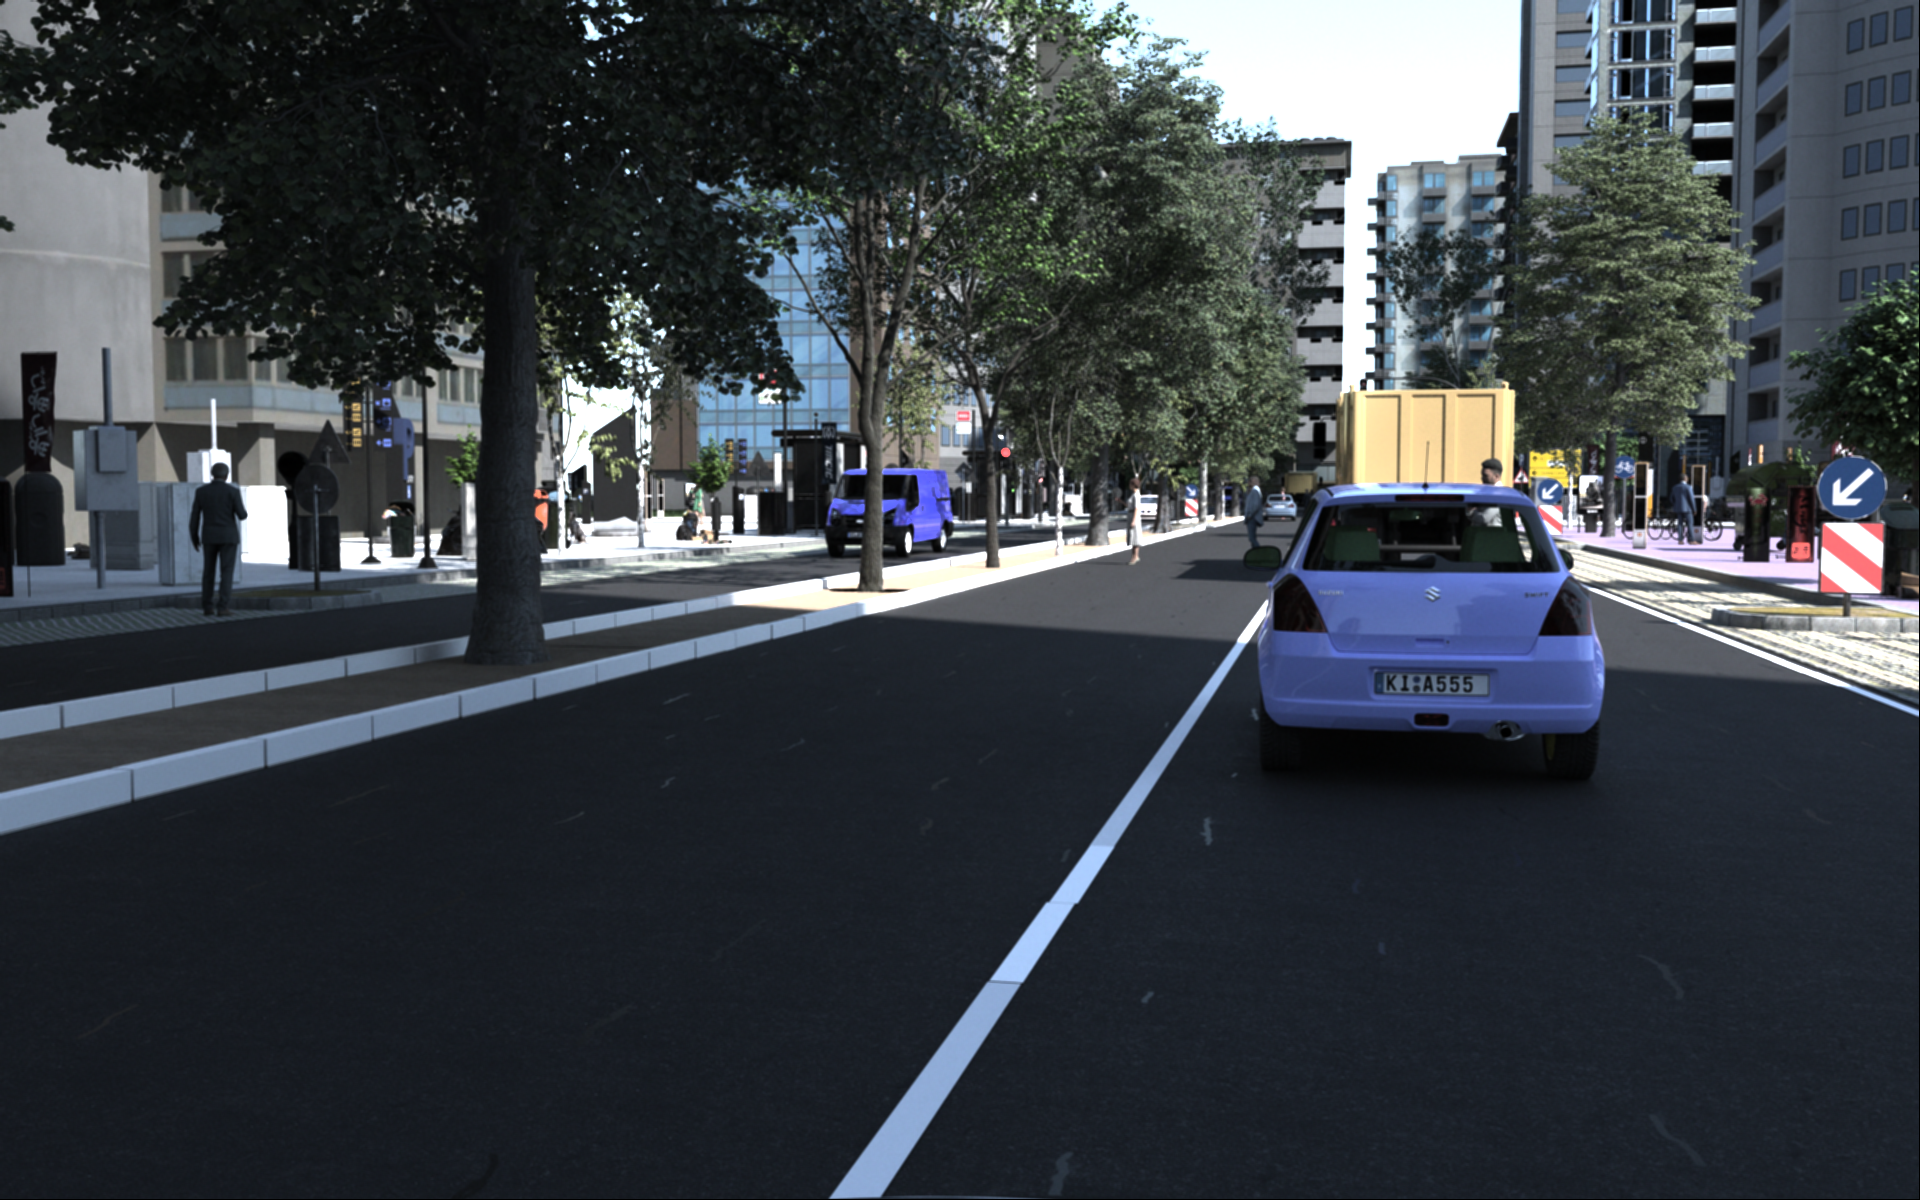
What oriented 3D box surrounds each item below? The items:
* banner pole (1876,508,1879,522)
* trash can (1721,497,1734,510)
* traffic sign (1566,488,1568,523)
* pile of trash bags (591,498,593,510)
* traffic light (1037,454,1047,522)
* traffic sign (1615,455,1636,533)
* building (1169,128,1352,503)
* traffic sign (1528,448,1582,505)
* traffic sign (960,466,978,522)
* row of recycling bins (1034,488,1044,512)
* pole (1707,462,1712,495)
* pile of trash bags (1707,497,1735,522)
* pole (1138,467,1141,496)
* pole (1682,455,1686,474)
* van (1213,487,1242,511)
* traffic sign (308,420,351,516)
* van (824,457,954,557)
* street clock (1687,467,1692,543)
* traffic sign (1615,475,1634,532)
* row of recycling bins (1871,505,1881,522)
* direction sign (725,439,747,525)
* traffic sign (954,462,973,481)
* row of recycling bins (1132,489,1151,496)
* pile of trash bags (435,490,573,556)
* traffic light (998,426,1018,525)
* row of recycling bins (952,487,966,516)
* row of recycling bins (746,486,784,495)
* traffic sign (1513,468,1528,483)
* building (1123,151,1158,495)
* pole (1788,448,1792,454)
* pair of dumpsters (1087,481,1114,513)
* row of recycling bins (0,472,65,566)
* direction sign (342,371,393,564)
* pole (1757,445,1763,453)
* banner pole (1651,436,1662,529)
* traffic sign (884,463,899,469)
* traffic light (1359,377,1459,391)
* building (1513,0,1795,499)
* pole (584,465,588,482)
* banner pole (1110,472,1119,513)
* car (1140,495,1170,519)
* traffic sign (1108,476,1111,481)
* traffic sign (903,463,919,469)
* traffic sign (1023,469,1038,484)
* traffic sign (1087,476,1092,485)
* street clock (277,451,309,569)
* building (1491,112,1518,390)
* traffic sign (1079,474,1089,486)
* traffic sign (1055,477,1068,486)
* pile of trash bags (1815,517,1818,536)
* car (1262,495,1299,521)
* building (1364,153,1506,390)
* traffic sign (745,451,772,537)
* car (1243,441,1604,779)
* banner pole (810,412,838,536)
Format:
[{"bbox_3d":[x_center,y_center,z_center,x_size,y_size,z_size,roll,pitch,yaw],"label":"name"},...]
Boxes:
[{"bbox_3d":[37.682,-4.962,71.152,0.401,3.779,0.863,3,5,43],"label":"banner pole"},{"bbox_3d":[39.543,-4.740,89.149,0.748,1.137,0.748,0,3,0],"label":"trash can"},{"bbox_3d":[27.235,-4.747,77.618,0.884,2.594,0.081,1,4,15],"label":"traffic sign"},{"bbox_3d":[-20.823,-5.535,100.246,3.447,1.369,1.912,-2,4,-26],"label":"pile of trash bags"},{"bbox_3d":[5.735,-6.339,78.314,4.771,5.953,1.251,1,4,12],"label":"traffic light"},{"bbox_3d":[21.768,-3.468,56.814,0.768,2.556,0.104,1,4,17],"label":"traffic sign"},{"bbox_3d":[45.693,-40.771,255.851,27.495,52.752,28.713,1,4,12],"label":"building"},{"bbox_3d":[26.503,-5.096,77.185,2.265,3.308,0.079,1,4,14],"label":"traffic sign"},{"bbox_3d":[0.408,-4.818,78.776,0.884,2.594,0.081,1,4,22],"label":"traffic sign"},{"bbox_3d":[3.922,-6.762,117.663,3.534,1.692,1.069,0,3,0],"label":"row of recycling bins"},{"bbox_3d":[47.187,-7.049,109.093,0.158,3.312,0.155,0,3,0],"label":"pole"},{"bbox_3d":[35.878,-4.238,79.044,1.912,1.369,3.447,-2,4,-35],"label":"pile of trash bags"},{"bbox_3d":[13.741,-8.476,132.423,0.158,3.312,0.155,0,3,0],"label":"pole"},{"bbox_3d":[37.759,-5.903,90.358,0.158,3.312,0.155,0,3,0],"label":"pole"},{"bbox_3d":[22.215,-8.504,143.432,2.240,2.365,5.245,1,4,13],"label":"van"},{"bbox_3d":[-11.053,-1.854,30.317,0.884,2.594,0.081,1,4,16],"label":"traffic sign"},{"bbox_3d":[-1.662,-2.248,41.143,2.240,2.365,5.245,1,4,13],"label":"van"},{"bbox_3d":[19.293,-2.512,45.638,0.358,2.002,0.471,1,4,17],"label":"street clock"},{"bbox_3d":[22.400,-3.568,58.343,0.884,2.594,0.081,1,4,19],"label":"traffic sign"},{"bbox_3d":[38.866,-4.250,76.592,1.069,1.692,3.534,-3,4,-39],"label":"row of recycling bins"},{"bbox_3d":[-9.189,-4.839,71.116,0.876,3.537,0.379,-1,4,-14],"label":"direction sign"},{"bbox_3d":[0.131,-4.364,71.088,0.795,2.593,0.064,1,4,16],"label":"traffic sign"},{"bbox_3d":[15.509,-8.620,148.048,1.069,1.692,3.534,-1,4,-12],"label":"row of recycling bins"},{"bbox_3d":[-9.744,-1.685,37.307,1.912,1.369,3.447,1,4,12],"label":"pile of trash bags"},{"bbox_3d":[1.944,-5.016,70.936,0.839,4.253,0.868,1,4,12],"label":"traffic light"},{"bbox_3d":[-1.056,-5.701,100.332,3.534,1.692,1.069,3,4,37],"label":"row of recycling bins"},{"bbox_3d":[-10.479,-5.269,93.264,1.069,1.692,3.534,1,4,22],"label":"row of recycling bins"},{"bbox_3d":[27.513,-5.193,84.909,0.884,2.594,0.081,1,4,13],"label":"traffic sign"},{"bbox_3d":[18.801,-41.121,261.572,27.495,52.752,28.713,1,4,12],"label":"building"},{"bbox_3d":[36.506,-5.043,76.302,0.158,3.312,0.155,0,3,0],"label":"pole"},{"bbox_3d":[9.317,-6.941,115.985,1.574,2.255,4.437,1,4,12],"label":"pair of dumpsters"},{"bbox_3d":[-17.886,-1.475,31.227,3.534,1.692,1.069,0,4,6],"label":"row of recycling bins"},{"bbox_3d":[-10.925,-2.448,32.025,0.876,3.537,0.379,-2,4,-30],"label":"direction sign"},{"bbox_3d":[33.223,-4.780,72.000,0.158,3.312,0.155,0,3,0],"label":"pole"},{"bbox_3d":[25.693,-4.536,64.176,0.401,3.779,0.863,-2,4,-27],"label":"banner pole"},{"bbox_3d":[-2.846,-4.401,72.062,0.768,2.556,0.104,1,4,20],"label":"traffic sign"},{"bbox_3d":[17.911,-5.664,67.280,4.771,5.953,1.251,1,4,12],"label":"traffic light"},{"bbox_3d":[64.434,-38.178,166.211,21.231,58.520,28.212,1,4,12],"label":"building"},{"bbox_3d":[-26.016,-7.750,120.553,0.158,3.312,0.155,0,3,0],"label":"pole"},{"bbox_3d":[10.696,-7.898,119.155,0.401,3.779,0.863,-3,4,-36],"label":"banner pole"},{"bbox_3d":[10.006,-4.823,91.213,2.083,1.381,4.827,1,4,11],"label":"car"},{"bbox_3d":[10.696,-7.558,123.572,0.884,2.594,0.081,1,4,19],"label":"traffic sign"},{"bbox_3d":[-2.033,-4.352,71.259,0.768,2.556,0.104,1,4,13],"label":"traffic sign"},{"bbox_3d":[3.582,-5.380,88.070,0.768,2.556,0.104,1,4,19],"label":"traffic sign"},{"bbox_3d":[9.058,-7.299,119.437,0.768,2.556,0.104,1,4,14],"label":"traffic sign"},{"bbox_3d":[-11.337,-1.525,29.507,0.471,2.002,0.358,0,4,-5],"label":"street clock"},{"bbox_3d":[71.719,-33.001,194.197,22.147,44.769,28.867,1,4,12],"label":"building"},{"bbox_3d":[7.938,-6.823,111.655,0.768,2.556,0.104,1,4,21],"label":"traffic sign"},{"bbox_3d":[6.497,-6.788,110.983,0.884,2.594,0.081,1,4,16],"label":"traffic sign"},{"bbox_3d":[27.056,-2.691,53.749,1.912,1.369,3.447,1,4,18],"label":"pile of trash bags"},{"bbox_3d":[17.284,-4.993,93.636,2.014,1.417,4.499,1,4,11],"label":"car"},{"bbox_3d":[73.234,-38.332,246.338,30.456,49.044,23.786,1,4,12],"label":"building"},{"bbox_3d":[-6.038,-3.170,51.836,0.884,2.594,0.081,1,4,18],"label":"traffic sign"},{"bbox_3d":[2.624,-0.032,10.122,1.945,1.707,3.694,1,4,11],"label":"car"},{"bbox_3d":[-4.178,-3.862,53.168,0.863,3.779,0.401,0,4,-3],"label":"banner pole"}]
